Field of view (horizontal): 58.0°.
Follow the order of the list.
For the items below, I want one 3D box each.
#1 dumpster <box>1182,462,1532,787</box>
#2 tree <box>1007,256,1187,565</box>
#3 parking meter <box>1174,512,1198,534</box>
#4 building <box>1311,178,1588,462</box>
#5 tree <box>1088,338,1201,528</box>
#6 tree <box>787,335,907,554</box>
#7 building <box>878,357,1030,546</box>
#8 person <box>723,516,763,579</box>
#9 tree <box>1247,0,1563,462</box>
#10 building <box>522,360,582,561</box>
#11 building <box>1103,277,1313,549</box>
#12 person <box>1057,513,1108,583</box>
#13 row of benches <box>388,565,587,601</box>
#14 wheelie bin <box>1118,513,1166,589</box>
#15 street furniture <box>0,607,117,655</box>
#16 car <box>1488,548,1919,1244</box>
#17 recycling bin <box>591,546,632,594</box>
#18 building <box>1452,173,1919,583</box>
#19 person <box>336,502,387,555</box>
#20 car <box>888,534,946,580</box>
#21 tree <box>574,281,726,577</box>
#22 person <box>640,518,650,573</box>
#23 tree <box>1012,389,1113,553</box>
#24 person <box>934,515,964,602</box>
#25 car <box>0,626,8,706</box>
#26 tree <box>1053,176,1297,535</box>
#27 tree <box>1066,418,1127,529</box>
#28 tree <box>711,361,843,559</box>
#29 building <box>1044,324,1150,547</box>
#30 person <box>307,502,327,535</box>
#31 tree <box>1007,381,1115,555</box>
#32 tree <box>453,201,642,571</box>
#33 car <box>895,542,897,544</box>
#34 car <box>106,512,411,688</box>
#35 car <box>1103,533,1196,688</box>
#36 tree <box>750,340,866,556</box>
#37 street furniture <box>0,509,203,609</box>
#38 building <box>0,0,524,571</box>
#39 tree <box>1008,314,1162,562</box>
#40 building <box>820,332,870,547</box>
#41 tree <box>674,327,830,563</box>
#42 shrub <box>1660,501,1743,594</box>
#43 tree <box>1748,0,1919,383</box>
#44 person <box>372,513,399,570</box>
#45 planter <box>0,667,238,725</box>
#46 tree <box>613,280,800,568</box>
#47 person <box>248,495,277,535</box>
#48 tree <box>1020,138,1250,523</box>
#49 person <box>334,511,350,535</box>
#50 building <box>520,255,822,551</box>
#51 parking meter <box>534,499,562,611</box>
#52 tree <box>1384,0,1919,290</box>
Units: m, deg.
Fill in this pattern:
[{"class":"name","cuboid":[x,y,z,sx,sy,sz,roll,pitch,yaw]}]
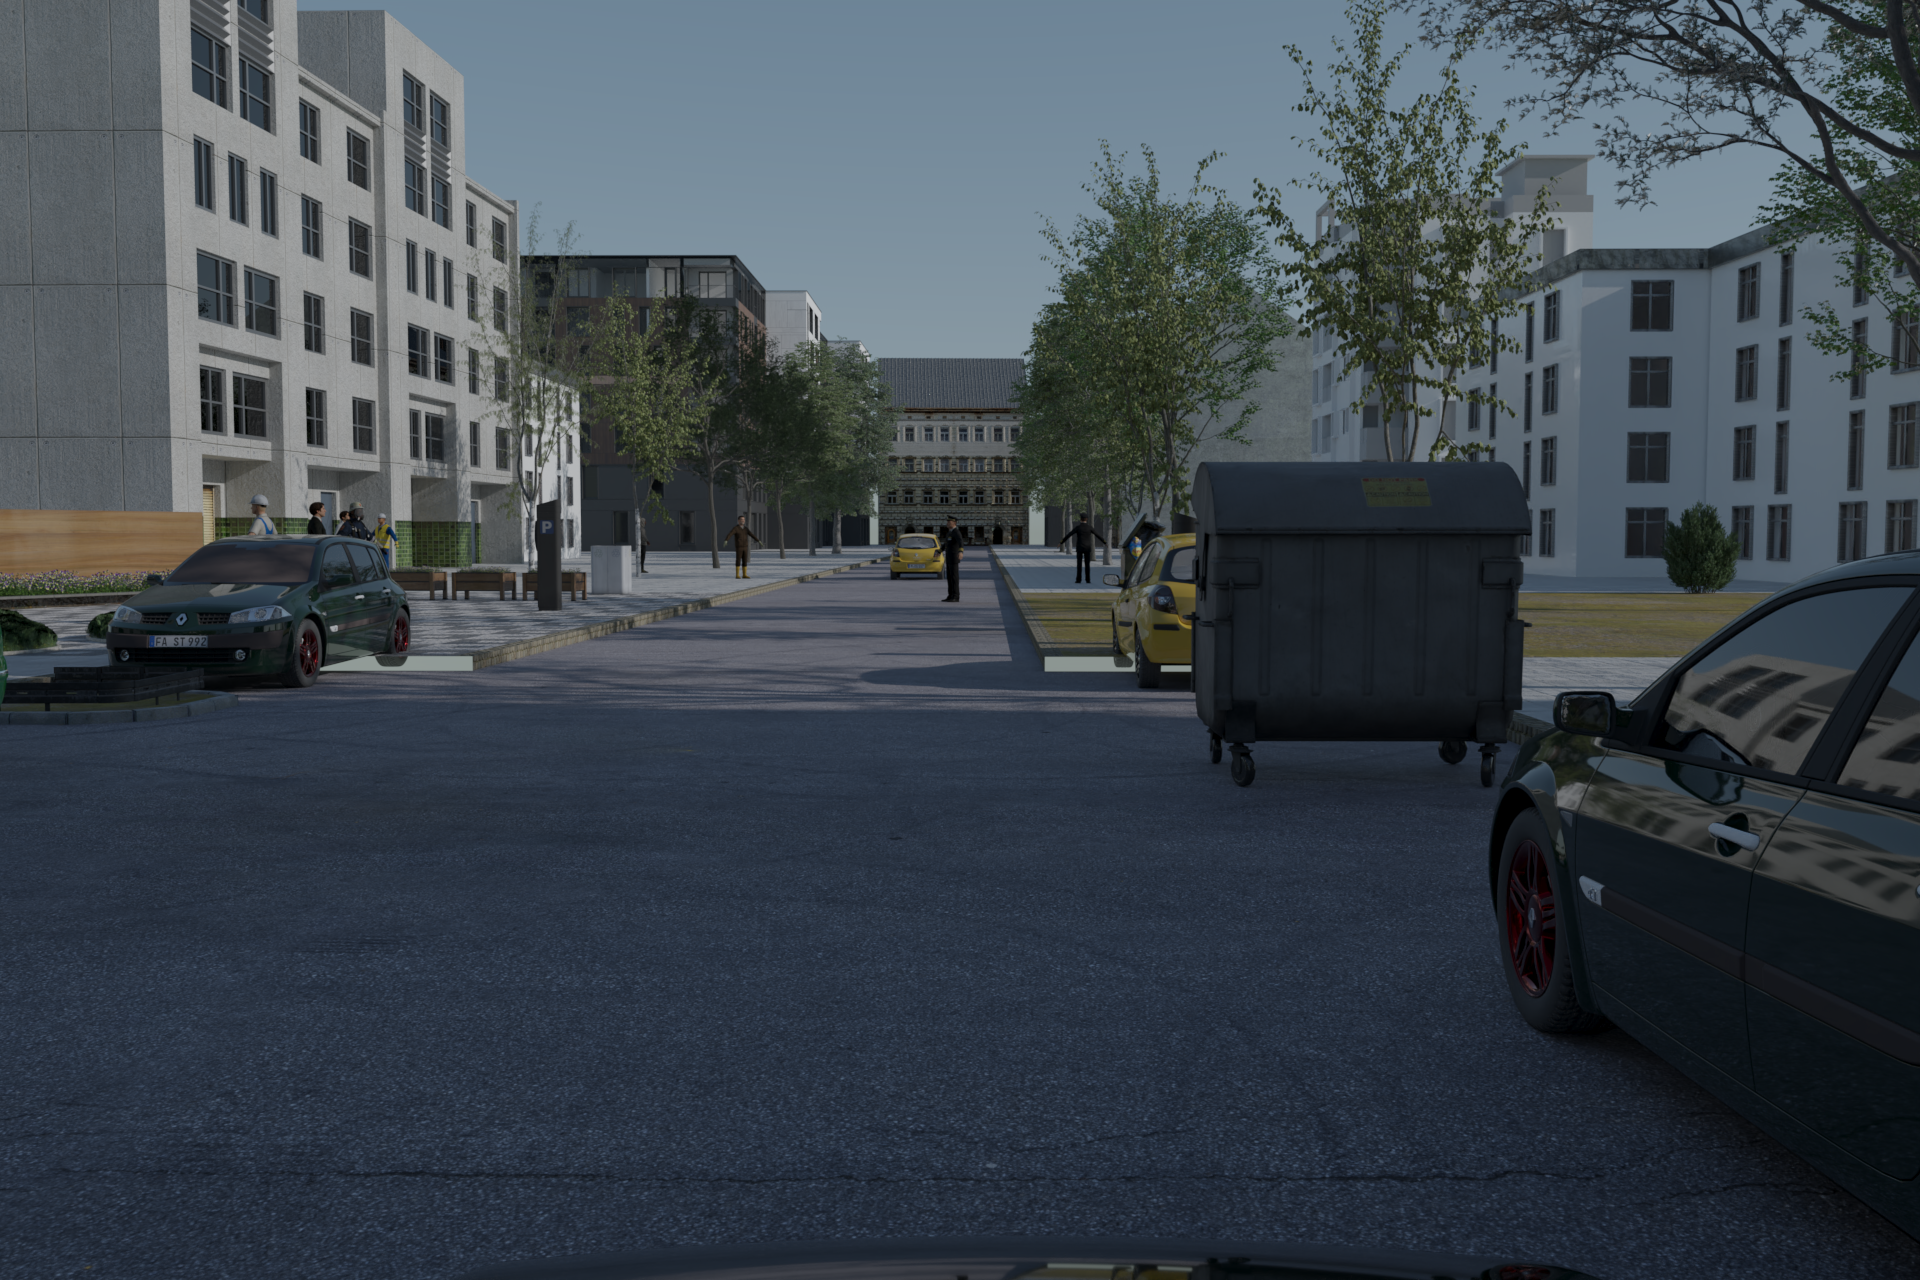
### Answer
[{"class":"dumpster","cuboid":[2.306,-0.126,10.279,1.865,1.857,1.264,0,4,1]},{"class":"tree","cuboid":[5.649,-9.318,70.480,7.486,12.596,7.792,0,3,0]},{"class":"parking meter","cuboid":[2.661,-0.714,20.089,0.372,1.533,0.369,0,3,0]},{"class":"building","cuboid":[25.393,-14.819,98.714,16.016,20.090,11.380,0,4,1]},{"class":"tree","cuboid":[6.368,-6.788,61.340,4.737,8.622,4.395,0,3,0]},{"class":"tree","cuboid":[-8.049,-12.626,113.087,9.857,13.997,8.962,0,3,0]},{"class":"building","cuboid":[-1.118,-23.332,214.858,18.063,23.208,19.493,0,4,-2]},{"class":"person","cuboid":[-6.245,-2.659,49.609,1.346,1.812,0.704,-3,5,-41]},{"class":"tree","cuboid":[5.969,-4.461,23.292,4.737,8.622,4.395,0,3,0]},{"class":"building","cuboid":[-25.014,-9.286,93.966,9.099,9.664,28.070,0,4,0]},{"class":"building","cuboid":[22.979,-19.878,155.934,19.493,23.208,18.063,0,4,0]},{"class":"person","cuboid":[3.207,-2.393,45.056,1.347,1.837,0.705,0,4,-4]},{"class":"row of benches","cuboid":[-9.324,-1.112,33.651,4.104,0.672,1.422,1,4,9]},{"class":"wheelie bin","cuboid":[2.702,-1.084,25.635,0.693,1.594,0.980,0,4,-1]},{"class":"street furniture","cuboid":[-13.309,-0.298,20.501,10.072,0.657,5.734,0,4,2]},{"class":"car","cuboid":[2.474,0.368,3.770,2.009,1.686,4.222,0,4,1]},{"class":"recycling bin","cuboid":[-7.469,-1.502,37.104,0.722,1.027,0.722,0,4,2]},{"class":"building","cuboid":[22.732,-6.665,51.122,9.099,9.664,28.070,0,4,1]},{"class":"person","cuboid":[-10.788,-1.544,31.023,0.705,1.856,1.354,1,4,20]},{"class":"car","cuboid":[-1.336,-2.779,55.660,2.015,1.641,3.980,0,4,0]},{"class":"tree","cuboid":[-9.315,-6.166,51.183,4.737,8.622,4.395,0,3,0]},{"class":"person","cuboid":[-10.462,-3.122,57.174,0.705,1.813,1.348,-1,4,-20]},{"class":"tree","cuboid":[7.214,-11.864,119.726,9.928,11.665,9.643,0,3,0]},{"class":"person","cuboid":[-0.184,-1.721,36.526,0.705,1.837,1.347,-2,4,-23]},{"class":"car","cuboid":[-6.747,0.010,8.633,1.959,1.807,4.718,0,4,1]},{"class":"tree","cuboid":[6.279,-7.671,51.181,9.928,11.665,9.643,0,3,0]},{"class":"tree","cuboid":[7.077,-8.595,90.892,4.737,8.622,4.395,0,3,0]},{"class":"tree","cuboid":[-9.419,-9.436,88.694,7.601,10.594,8.767,1,4,12]},{"class":"building","cuboid":[22.874,-20.850,184.878,27.936,21.610,32.646,0,4,1]},{"class":"person","cuboid":[-10.464,-1.354,28.327,0.705,1.806,1.347,-2,4,-26]},{"class":"tree","cuboid":[6.480,-11.584,107.525,7.486,12.596,7.792,0,3,0]},{"class":"tree","cuboid":[-9.902,-5.424,39.053,4.360,8.622,3.978,0,3,0]},{"class":"car","cuboid":[-2.083,-4.458,84.684,2.131,1.459,4.920,0,4,1]},{"class":"car","cuboid":[-6.905,-0.465,17.391,2.009,1.686,4.222,0,4,1]},{"class":"car","cuboid":[2.495,-0.446,17.514,2.015,1.641,3.980,0,4,0]},{"class":"tree","cuboid":[-9.058,-11.219,101.559,7.486,12.596,7.792,0,3,0]},{"class":"street furniture","cuboid":[-18.032,-1.529,31.856,11.010,1.723,9.812,1,4,22]},{"class":"building","cuboid":[-27.733,-11.783,59.107,16.747,18.905,31.486,0,4,2]},{"class":"tree","cuboid":[6.093,-9.495,80.995,9.928,11.665,9.643,0,3,0]},{"class":"building","cuboid":[-24.498,-20.614,181.010,27.936,21.610,32.646,0,4,1]},{"class":"tree","cuboid":[-9.208,-8.741,77.324,7.601,10.594,8.767,-2,4,-34]},{"class":"shrub","cuboid":[16.004,-2.018,37.410,1.690,2.028,1.600,0,3,0]},{"class":"tree","cuboid":[16.613,-6.249,27.920,9.928,11.665,9.643,0,3,0]},{"class":"person","cuboid":[-15.465,-2.467,46.305,1.349,1.833,0.705,2,4,28]},{"class":"planter","cuboid":[-7.032,0.436,14.004,1.991,0.319,1.994,0,4,0]},{"class":"tree","cuboid":[-9.440,-7.948,64.369,7.601,10.594,8.767,0,4,-2]},{"class":"person","cuboid":[-10.073,-1.164,24.892,0.705,1.847,1.347,0,4,3]},{"class":"tree","cuboid":[3.477,-4.984,31.847,4.737,8.622,4.395,0,3,0]},{"class":"person","cuboid":[-13.851,-2.014,39.121,0.705,1.806,1.347,0,4,5]},{"class":"building","cuboid":[-26.775,-18.312,143.378,27.936,21.610,32.646,0,4,0]},{"class":"parking meter","cuboid":[-6.889,-1.423,28.972,0.399,1.863,0.255,0,4,0]},{"class":"tree","cuboid":[8.027,-6.310,13.535,12.009,13.543,11.850,0,3,0]}]
